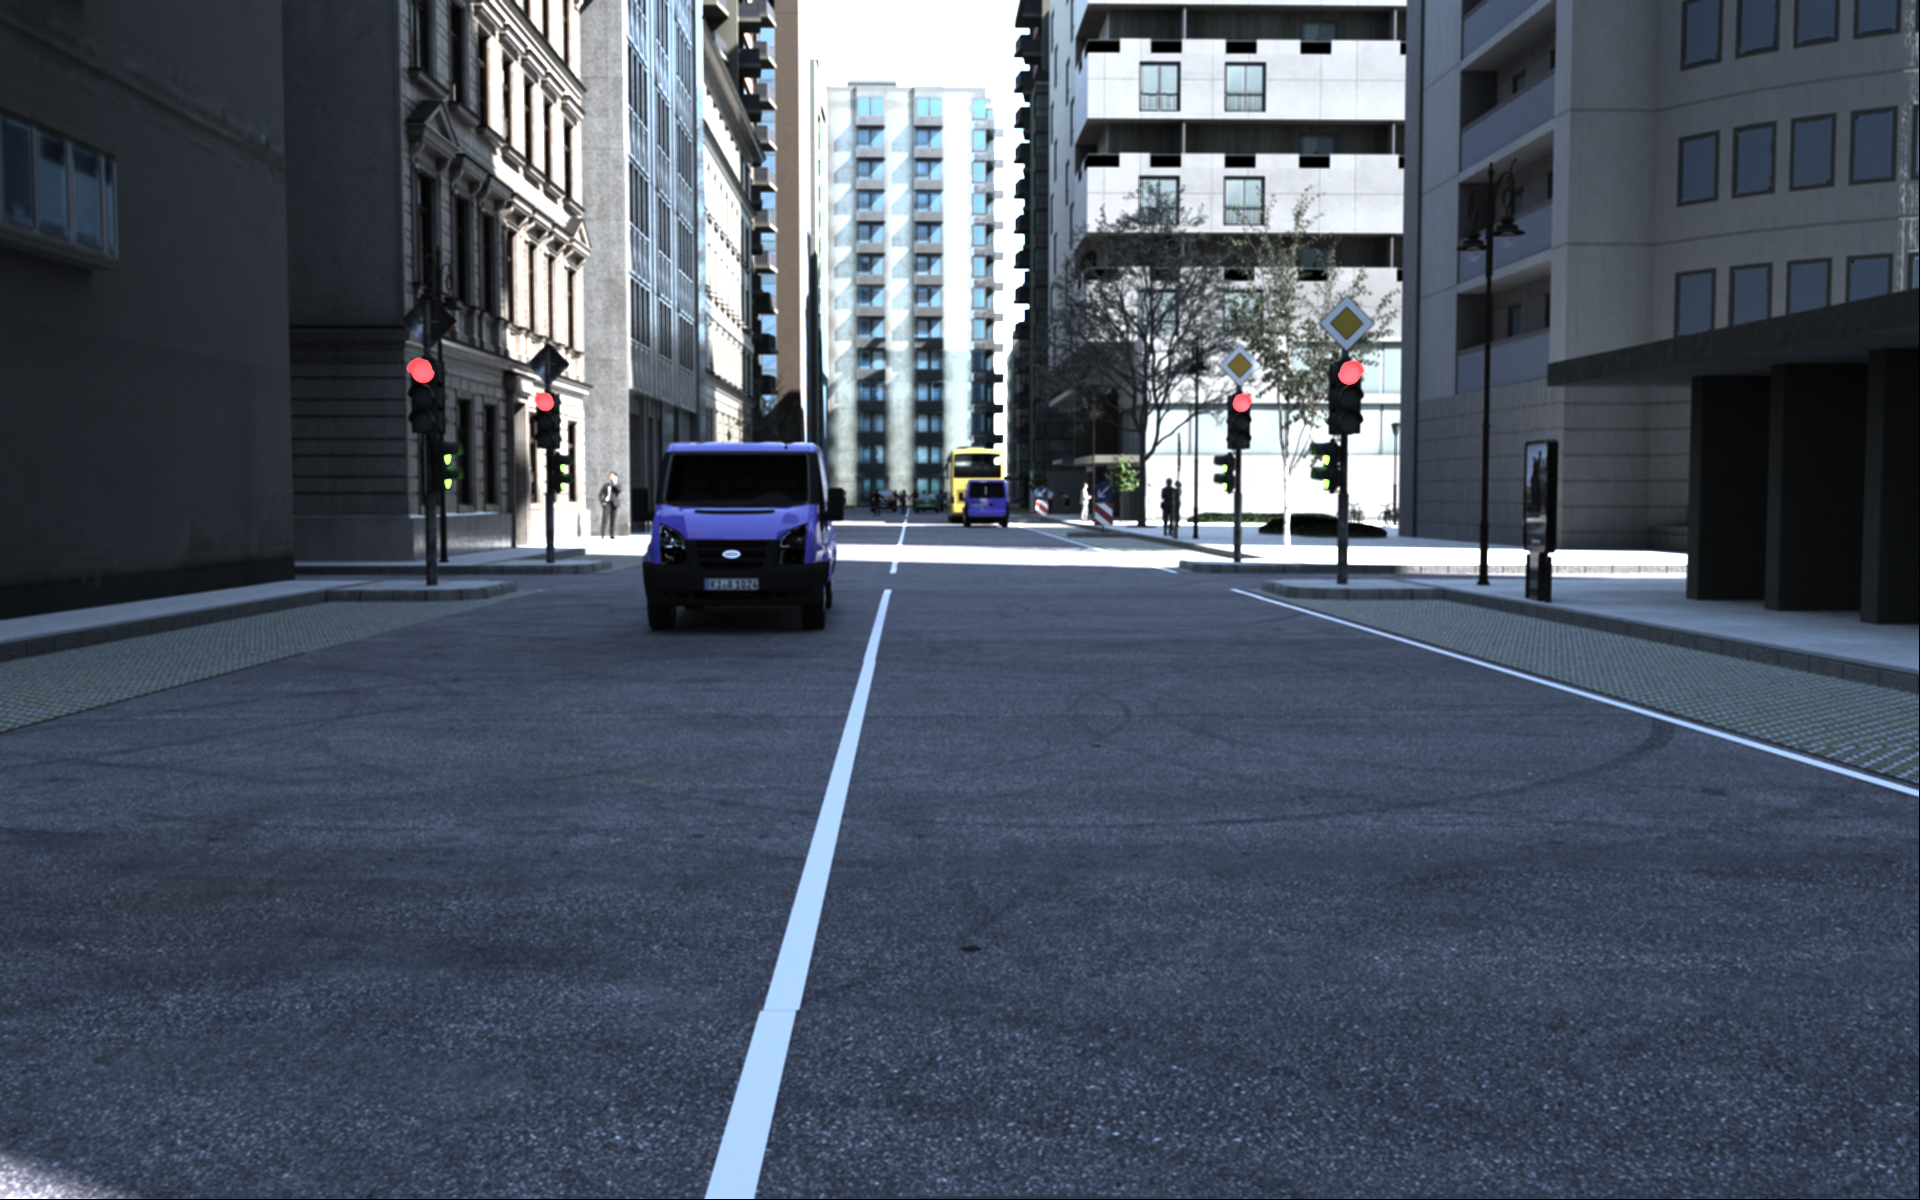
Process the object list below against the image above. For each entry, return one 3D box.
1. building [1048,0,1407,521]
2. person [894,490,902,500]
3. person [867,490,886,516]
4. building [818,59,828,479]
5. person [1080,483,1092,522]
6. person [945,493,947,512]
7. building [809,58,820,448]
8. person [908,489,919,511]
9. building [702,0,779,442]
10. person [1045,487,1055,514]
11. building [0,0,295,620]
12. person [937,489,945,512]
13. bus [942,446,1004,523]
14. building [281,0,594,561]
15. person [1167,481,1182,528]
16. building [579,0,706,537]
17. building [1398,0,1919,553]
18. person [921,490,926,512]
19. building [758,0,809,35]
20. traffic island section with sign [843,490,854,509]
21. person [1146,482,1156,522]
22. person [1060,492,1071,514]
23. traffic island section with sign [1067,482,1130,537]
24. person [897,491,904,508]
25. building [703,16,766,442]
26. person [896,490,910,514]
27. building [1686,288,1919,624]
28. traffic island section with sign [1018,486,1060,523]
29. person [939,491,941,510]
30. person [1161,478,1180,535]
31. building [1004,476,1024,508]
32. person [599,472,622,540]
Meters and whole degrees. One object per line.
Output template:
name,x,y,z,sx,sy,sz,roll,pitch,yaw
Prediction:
building,19.212,-30.851,93.653,28.713,52.752,27.495,0,4,-2
person,-6.010,-9.369,161.712,1.348,1.821,0.705,-3,5,-41
person,-5.374,-6.271,111.858,1.217,1.723,0.721,0,4,-8
building,-20.938,-32.159,175.916,14.200,45.320,14.600,0,4,-2
person,5.833,-4.505,79.893,0.583,1.804,0.606,0,4,-7
person,-0.919,-7.880,136.962,0.705,1.869,1.348,2,4,26
building,-20.228,-28.997,157.703,14.154,41.232,14.086,0,4,-2
person,-3.672,-8.229,142.974,1.348,1.831,0.705,-1,4,-23
building,-24.482,-28.549,121.395,22.147,44.769,28.867,0,4,-2
person,5.741,-6.302,110.017,0.756,1.711,0.436,-1,4,-16
building,-20.183,-23.846,13.589,21.600,48.544,21.300,0,4,-2
person,-1.481,-8.005,139.460,1.350,1.814,0.705,3,5,41
bus,0.656,-5.918,88.313,2.896,3.916,12.252,0,4,-2
building,-15.365,-10.810,41.364,10.561,19.102,19.286,0,4,-2
person,8.191,-3.668,66.294,0.573,1.790,0.520,1,4,12
building,-16.202,-14.853,60.866,12.078,24.808,19.932,0,4,-2
building,27.692,-30.636,42.897,28.212,58.520,21.231,0,4,-2
person,-3.004,-8.027,140.259,0.721,1.766,1.217,-3,5,-42
building,-19.709,-30.157,143.182,14.600,45.320,14.200,0,4,-2
traffic island section with sign,-10.909,-9.384,162.059,1.989,1.847,2.006,0,4,-2
person,8.653,-4.470,79.005,0.818,1.842,0.514,-2,4,-30
person,6.692,-6.176,110.247,0.697,1.427,0.421,1,4,15
traffic island section with sign,4.588,-3.004,57.744,1.989,1.847,2.006,0,4,-2
person,-6.143,-10.452,180.332,0.756,1.711,0.436,3,5,42
building,-18.871,-15.445,85.808,16.112,22.955,30.059,0,4,-2
person,-4.057,-6.979,123.334,1.217,1.743,0.721,2,4,30
building,18.864,-21.590,7.615,22.147,44.769,28.867,0,4,-2
traffic island section with sign,3.840,-4.656,84.748,1.989,1.847,2.006,0,4,-2
person,-1.728,-9.153,158.240,0.705,1.814,1.350,1,4,13
person,6.508,-2.890,53.720,0.576,1.772,0.534,0,4,-3
building,19.591,-29.364,171.980,32.217,40.220,23.993,0,4,-2
person,-9.804,-2.645,48.654,0.648,1.900,0.474,-1,4,-23
